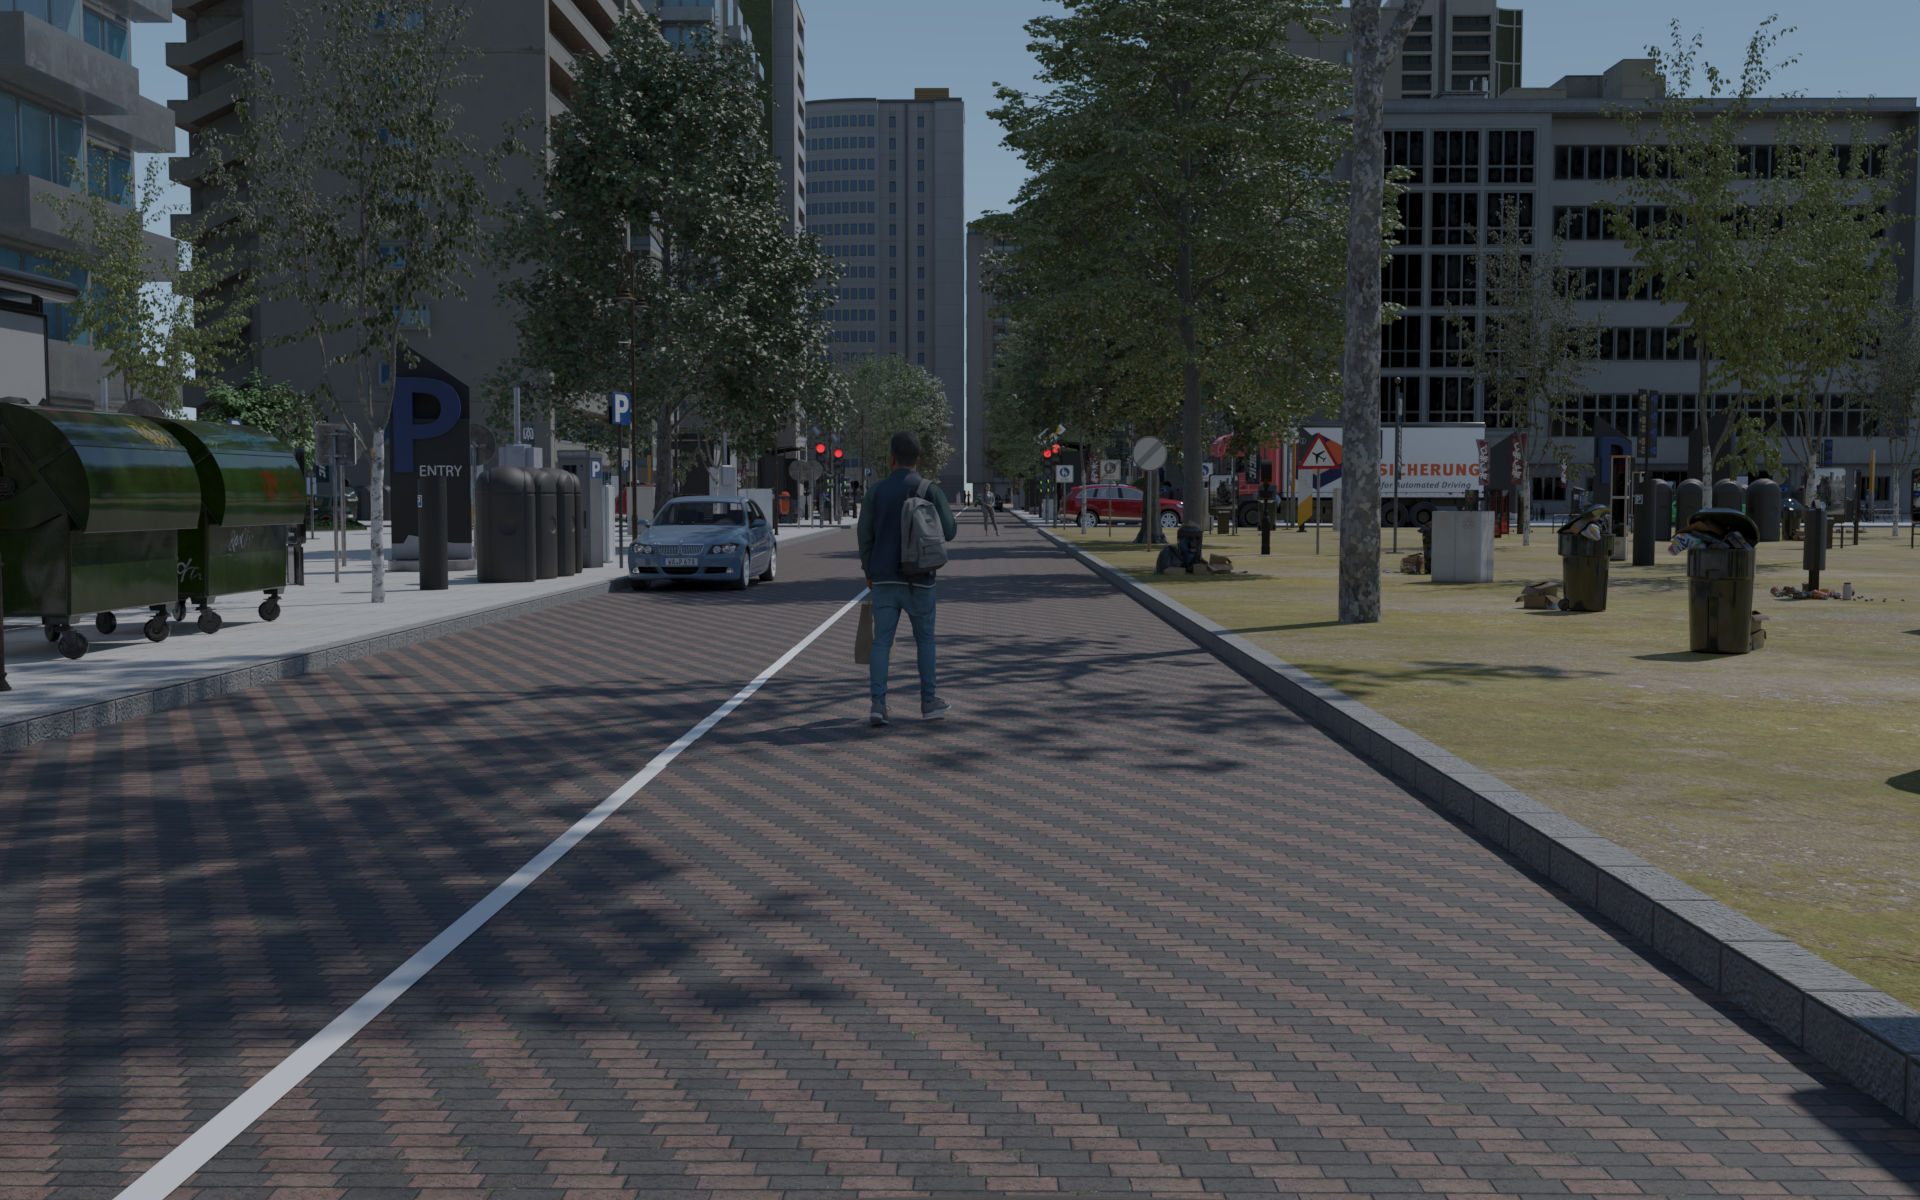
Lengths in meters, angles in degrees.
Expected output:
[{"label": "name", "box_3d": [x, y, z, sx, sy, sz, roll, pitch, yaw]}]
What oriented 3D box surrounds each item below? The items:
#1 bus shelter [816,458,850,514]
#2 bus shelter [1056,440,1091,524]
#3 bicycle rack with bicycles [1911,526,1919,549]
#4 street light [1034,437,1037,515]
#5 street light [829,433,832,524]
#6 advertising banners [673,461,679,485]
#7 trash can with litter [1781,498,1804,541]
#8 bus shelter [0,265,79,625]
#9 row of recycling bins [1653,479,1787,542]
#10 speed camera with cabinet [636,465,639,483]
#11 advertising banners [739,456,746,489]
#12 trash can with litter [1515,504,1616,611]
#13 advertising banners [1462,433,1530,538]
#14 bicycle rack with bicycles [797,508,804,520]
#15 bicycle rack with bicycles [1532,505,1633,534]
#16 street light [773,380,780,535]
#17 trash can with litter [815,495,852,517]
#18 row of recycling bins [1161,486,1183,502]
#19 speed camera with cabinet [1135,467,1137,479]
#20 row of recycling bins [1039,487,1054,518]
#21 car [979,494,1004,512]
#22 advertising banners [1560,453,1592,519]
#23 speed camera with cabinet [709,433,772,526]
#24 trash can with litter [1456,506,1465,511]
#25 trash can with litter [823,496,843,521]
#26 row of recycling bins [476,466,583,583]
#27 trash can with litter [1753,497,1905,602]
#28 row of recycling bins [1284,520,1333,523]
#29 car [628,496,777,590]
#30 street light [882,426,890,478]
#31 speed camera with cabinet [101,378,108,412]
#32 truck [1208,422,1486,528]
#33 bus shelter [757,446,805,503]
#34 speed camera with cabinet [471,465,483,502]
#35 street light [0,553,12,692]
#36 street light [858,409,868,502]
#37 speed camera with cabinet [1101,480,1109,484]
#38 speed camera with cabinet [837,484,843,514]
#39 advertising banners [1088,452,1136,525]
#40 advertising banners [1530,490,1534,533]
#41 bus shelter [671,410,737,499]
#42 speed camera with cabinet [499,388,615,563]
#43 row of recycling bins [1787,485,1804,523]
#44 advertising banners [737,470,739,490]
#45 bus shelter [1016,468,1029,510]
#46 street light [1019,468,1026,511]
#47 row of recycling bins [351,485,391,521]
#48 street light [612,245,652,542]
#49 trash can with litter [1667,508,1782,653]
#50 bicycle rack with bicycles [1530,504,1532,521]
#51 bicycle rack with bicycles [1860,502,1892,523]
[{"label": "bus shelter", "box_3d": [-8.357, -7.539, 114.553, 1.731, 3.624, 6.357, 0, 4, 1]}, {"label": "bus shelter", "box_3d": [4.893, -5.292, 77.805, 1.731, 3.624, 6.357, 0, 4, 1]}, {"label": "bicycle rack with bicycles", "box_3d": [23.601, -1.650, 40.352, 2.852, 0.926, 2.925, -1, 4, -15]}, {"label": "street light", "box_3d": [4.552, -8.080, 104.901, 0.468, 5.910, 1.993, 0, 4, 1]}, {"label": "street light", "box_3d": [-5.480, -6.133, 73.065, 0.468, 5.910, 1.993, 0, 4, 1]}, {"label": "advertising banners", "box_3d": [-14.314, -5.883, 92.368, 2.074, 3.025, 0.090, 1, 4, 14]}, {"label": "trash can with litter", "box_3d": [22.978, -2.209, 47.506, 0.624, 1.170, 1.055, 0, 4, -6]}, {"label": "bus shelter", "box_3d": [-9.782, -2.141, 12.644, 2.179, 5.291, 8.768, 0, 4, 1]}, {"label": "row of recycling bins", "box_3d": [20.440, -2.453, 47.213, 3.534, 1.692, 1.069, 1, 4, 16]}, {"label": "speed camera with cabinet", "box_3d": [-21.965, -7.551, 117.794, 0.660, 3.252, 2.038, 1, 4, 9]}, {"label": "advertising banners", "box_3d": [-7.477, -4.005, 61.672, 0.090, 3.025, 2.074, -1, 4, -21]}, {"label": "trash can with litter", "box_3d": [6.662, -0.473, 19.126, 0.624, 1.170, 1.055, -3, 5, -44]}, {"label": "advertising banners", "box_3d": [15.591, -3.326, 50.574, 0.090, 3.025, 2.074, -3, 5, -41]}, {"label": "bicycle rack with bicycles", "box_3d": [-9.159, -4.234, 82.600, 2.925, 0.926, 2.852, 1, 4, 12]}, {"label": "bicycle rack with bicycles", "box_3d": [20.626, -2.602, 55.917, 2.925, 0.926, 2.852, -3, 5, -41]}, {"label": "street light", "box_3d": [-5.715, -4.950, 53.722, 0.468, 5.910, 1.993, 0, 4, 1]}, {"label": "trash can with litter", "box_3d": [-7.788, -5.869, 107.019, 2.233, 1.210, 1.678, 0, 4, 2]}, {"label": "row of recycling bins", "box_3d": [10.684, -5.000, 88.866, 3.534, 1.692, 1.069, 3, 5, 44]}, {"label": "speed camera with cabinet", "box_3d": [12.569, -7.960, 124.479, 0.660, 3.252, 2.038, 2, 4, 28]}, {"label": "row of recycling bins", "box_3d": [4.846, -5.327, 94.208, 1.069, 1.692, 3.534, 0, 4, 6]}, {"label": "car", "box_3d": [2.559, -7.872, 138.492, 2.009, 1.686, 4.222, 0, 4, 1]}, {"label": "advertising banners", "box_3d": [25.863, -4.680, 72.711, 0.090, 3.025, 2.074, -1, 4, -21]}, {"label": "speed camera with cabinet", "box_3d": [-7.090, -3.776, 56.067, 2.038, 3.252, 0.660, -3, 4, -38]}, {"label": "trash can with litter", "box_3d": [40.644, -7.897, 140.496, 0.624, 1.170, 1.055, 2, 4, 29]}, {"label": "trash can with litter", "box_3d": [-6.073, -4.345, 82.431, 1.055, 1.170, 0.624, 1, 4, 16]}, {"label": "row of recycling bins", "box_3d": [-6.550, -1.196, 26.665, 1.069, 1.692, 3.534, 0, 4, 2]}, {"label": "trash can with litter", "box_3d": [10.799, -0.654, 21.744, 1.678, 1.210, 2.233, 1, 4, 20]}, {"label": "row of recycling bins", "box_3d": [15.962, -4.226, 76.201, 3.534, 1.692, 1.069, 2, 4, 31]}, {"label": "car", "box_3d": [-3.982, -0.940, 27.370, 2.014, 1.417, 4.499, 0, 4, 2]}, {"label": "street light", "box_3d": [-4.954, -8.739, 115.674, 0.468, 5.910, 1.993, 0, 4, 1]}, {"label": "speed camera with cabinet", "box_3d": [-14.882, -2.116, 28.935, 0.660, 3.252, 2.038, 3, 5, 41]}, {"label": "truck", "box_3d": [14.894, -4.890, 68.857, 11.283, 4.237, 2.839, 0, 4, 0]}, {"label": "bus shelter", "box_3d": [-8.957, -5.868, 87.221, 1.731, 3.624, 6.357, 0, 4, 1]}, {"label": "speed camera with cabinet", "box_3d": [-13.400, -3.323, 48.662, 2.038, 3.252, 0.660, 3, 5, 40]}, {"label": "street light", "box_3d": [-6.285, -2.344, 11.114, 0.468, 5.910, 1.993, 0, 4, 1]}, {"label": "street light", "box_3d": [-5.305, -7.443, 94.488, 0.468, 5.910, 1.993, 0, 4, 1]}, {"label": "speed camera with cabinet", "box_3d": [9.066, -6.762, 104.886, 0.660, 3.252, 2.038, -1, 4, -13]}, {"label": "speed camera with cabinet", "box_3d": [-7.868, -7.079, 110.079, 0.660, 3.252, 2.038, -2, 4, -24]}, {"label": "advertising banners", "box_3d": [6.351, -4.633, 71.939, 2.074, 3.025, 0.090, 0, 4, 5]}, {"label": "advertising banners", "box_3d": [17.363, -3.614, 55.274, 2.074, 3.025, 0.090, -1, 4, -14]}, {"label": "bus shelter", "box_3d": [-9.343, -5.110, 61.180, 2.179, 5.291, 8.768, 0, 4, 1]}, {"label": "speed camera with cabinet", "box_3d": [-7.538, -2.329, 32.414, 2.038, 3.252, 0.660, 0, 4, 3]}, {"label": "row of recycling bins", "box_3d": [37.018, -4.257, 76.721, 1.069, 1.692, 3.534, -3, 4, -37]}, {"label": "advertising banners", "box_3d": [-16.671, -7.885, 125.108, 2.074, 3.025, 0.090, -1, 4, -20]}, {"label": "bus shelter", "box_3d": [5.485, -8.770, 137.315, 2.014, 3.302, 5.546, 0, 4, 1]}, {"label": "street light", "box_3d": [4.766, -9.390, 126.316, 0.468, 5.910, 1.993, 0, 4, 1]}, {"label": "row of recycling bins", "box_3d": [-28.713, -4.689, 83.786, 3.534, 1.692, 1.069, 2, 4, 33]}, {"label": "street light", "box_3d": [-6.110, -3.646, 32.405, 0.468, 5.910, 1.993, 0, 4, 1]}, {"label": "trash can with litter", "box_3d": [6.258, -0.173, 14.221, 0.624, 1.170, 1.055, 3, 4, 37]}, {"label": "bicycle rack with bicycles", "box_3d": [26.855, -4.257, 82.988, 2.852, 0.926, 2.925, 1, 4, 18]}, {"label": "bicycle rack with bicycles", "box_3d": [40.510, -3.919, 77.464, 2.925, 0.926, 2.852, -1, 4, -21]}]
